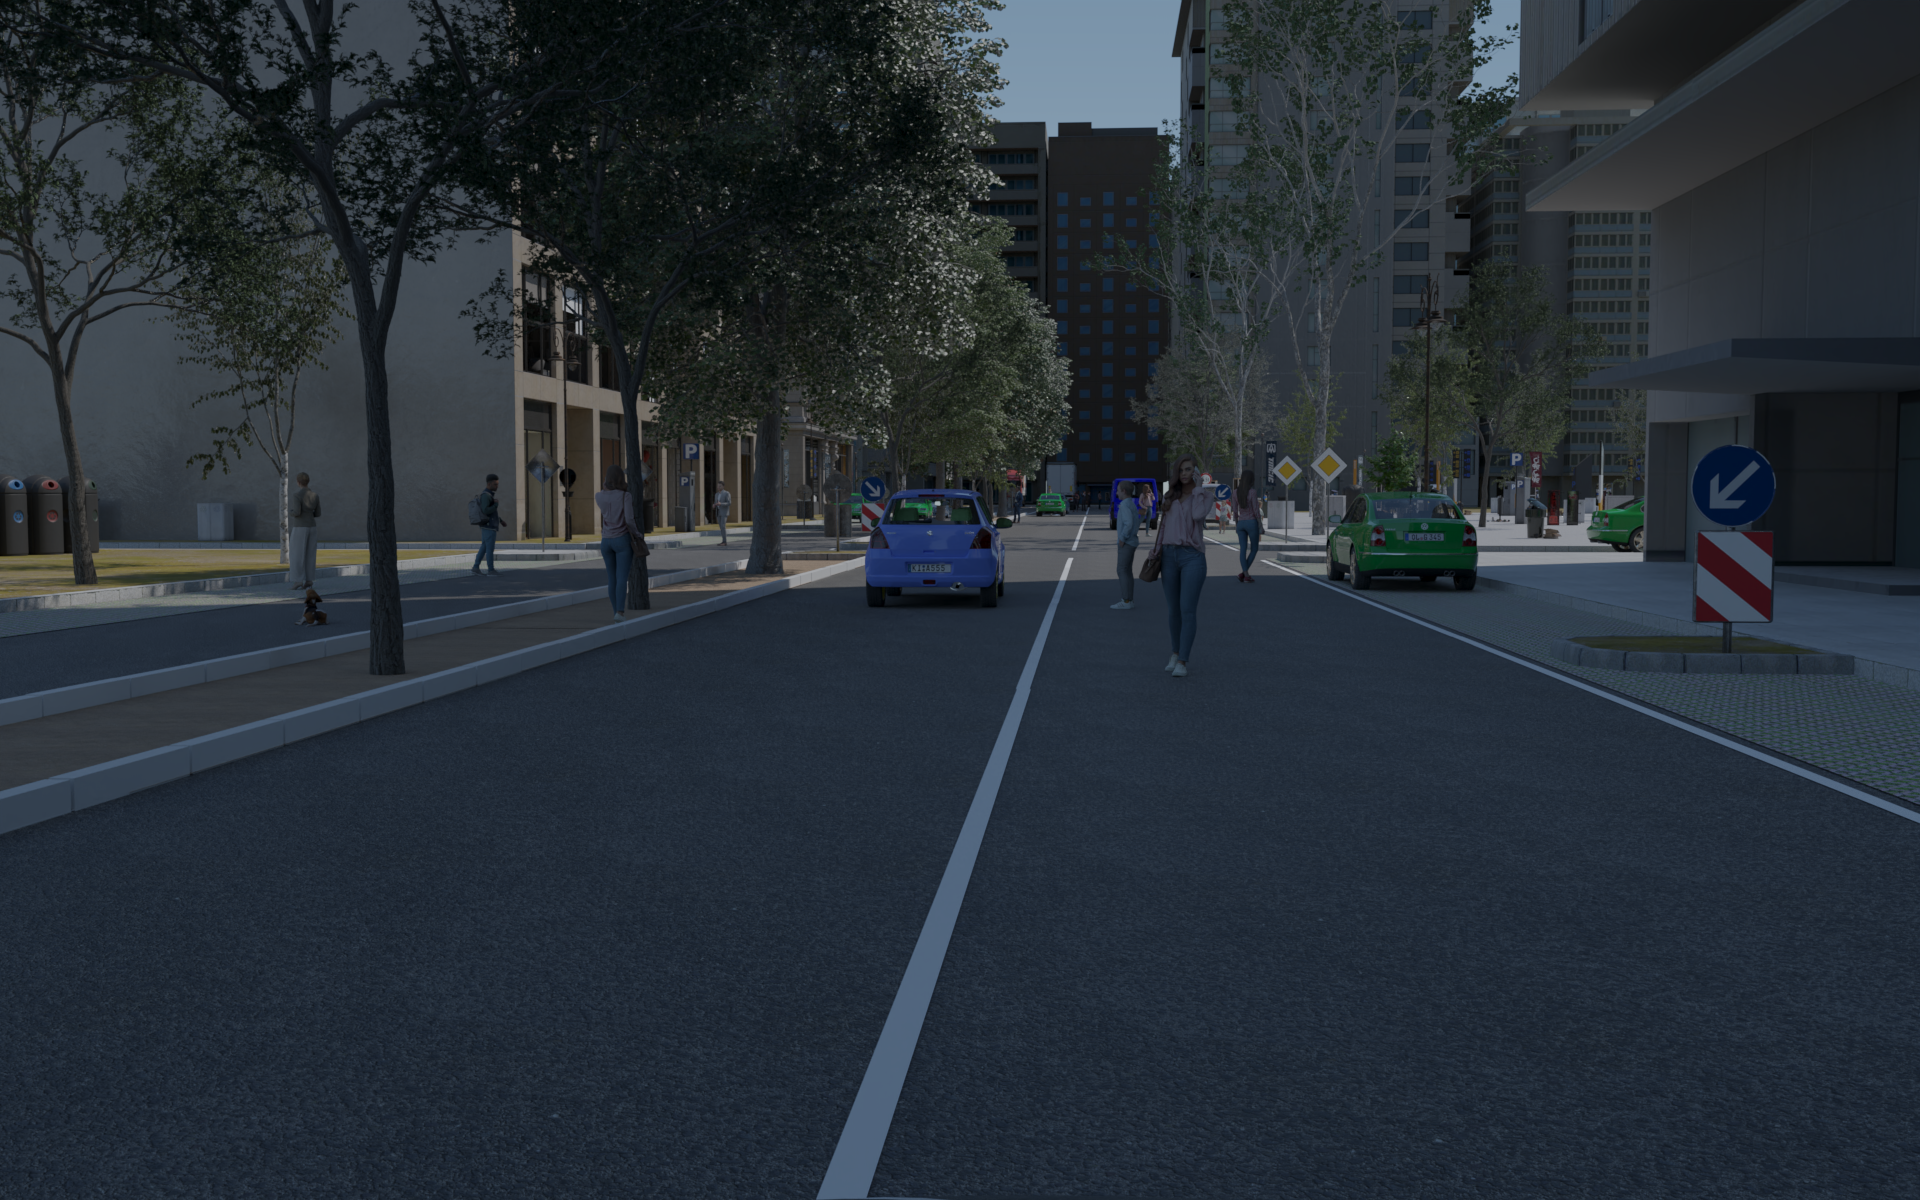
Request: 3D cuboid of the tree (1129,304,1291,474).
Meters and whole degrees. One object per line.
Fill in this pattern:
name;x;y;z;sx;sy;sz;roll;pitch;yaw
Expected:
tree;16.103;-12.366;112.558;12.009;13.543;11.850;0;3;0

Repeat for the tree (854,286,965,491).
tree;-1.827;-6.273;55.391;4.360;8.622;3.978;0;3;0

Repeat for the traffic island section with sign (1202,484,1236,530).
traffic island section with sign;10.383;-3.719;69.441;1.989;1.847;2.006;0;4;4

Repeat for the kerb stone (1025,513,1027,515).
kerb stone;4.238;-5.688;115.193;0.120;0.150;1.000;0;4;4

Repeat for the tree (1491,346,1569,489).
tree;28.059;-8.283;85.796;4.360;8.622;3.978;0;3;0

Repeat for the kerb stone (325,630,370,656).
kerb stone;-5.565;0.400;15.652;0.120;0.150;1.000;0;4;4

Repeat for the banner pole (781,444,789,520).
banner pole;-8.655;-5.841;85.521;0.401;3.779;0.863;-3;4;-37

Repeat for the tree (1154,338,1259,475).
tree;17.550;-12.610;124.297;7.486;12.596;7.792;0;3;0

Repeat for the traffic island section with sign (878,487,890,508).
traffic island section with sign;-4.291;-5.455;97.813;1.989;1.847;2.006;0;4;4

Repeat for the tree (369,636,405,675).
tree;-4.488;-4.702;13.753;8.767;10.594;7.601;0;4;4

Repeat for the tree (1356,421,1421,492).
tree;11.366;-3.143;45.988;1.663;3.219;1.824;0;3;0

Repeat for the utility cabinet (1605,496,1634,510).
utility cabinet;25.484;-3.413;66.963;1.020;1.237;0.306;0;4;1

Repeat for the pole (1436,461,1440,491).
pole;29.712;-6.960;107.635;0.158;3.312;0.155;0;3;0

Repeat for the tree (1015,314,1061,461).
tree;-1.709;-6.846;48.802;8.767;10.594;7.601;0;4;4

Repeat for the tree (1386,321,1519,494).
tree;20.248;-7.496;72.922;4.737;8.622;4.395;0;3;0

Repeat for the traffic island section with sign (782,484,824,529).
traffic island section with sign;-6.385;-3.799;70.741;1.989;1.847;2.006;0;4;4

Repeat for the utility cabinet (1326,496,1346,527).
utility cabinet;14.374;-3.412;66.947;1.020;1.237;0.306;3;4;36

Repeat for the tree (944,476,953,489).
tree;-1.322;-11.447;181.764;1.663;3.219;1.824;0;3;0

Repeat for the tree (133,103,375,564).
tree;-12.647;-4.984;31.853;4.360;8.622;3.978;0;3;0

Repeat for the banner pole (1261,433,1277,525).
banner pole;12.664;-4.976;71.371;0.863;3.779;0.401;-1;4;-10

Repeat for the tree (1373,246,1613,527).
tree;20.076;-8.054;66.093;8.767;10.594;7.601;0;4;4

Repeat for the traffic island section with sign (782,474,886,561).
traffic island section with sign;-2.775;-1.827;38.013;2.006;1.907;1.989;0;4;4

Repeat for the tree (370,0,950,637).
tree;-3.917;-5.171;21.419;8.767;10.594;7.601;0;4;4

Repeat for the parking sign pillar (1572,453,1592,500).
parking sign pillar;41.254;-7.734;114.925;1.447;3.967;1.447;-1;4;-20

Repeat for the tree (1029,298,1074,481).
tree;2.632;-12.168;108.053;9.857;13.997;8.962;0;3;0

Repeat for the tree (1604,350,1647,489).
tree;33.627;-8.208;84.569;4.360;8.622;3.978;0;3;0

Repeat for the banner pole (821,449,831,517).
banner pole;-7.440;-6.478;95.930;0.863;3.779;0.401;3;5;40

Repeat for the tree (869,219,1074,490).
tree;-0.094;-9.323;71.897;9.611;12.733;9.660;0;3;0

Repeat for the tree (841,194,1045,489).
tree;-0.796;-8.729;63.298;7.486;12.596;7.792;0;3;0

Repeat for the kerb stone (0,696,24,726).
kerb stone;-5.955;0.715;10.557;0.120;0.150;1.000;0;4;4

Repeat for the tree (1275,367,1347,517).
tree;19.701;-8.982;97.216;4.737;8.622;4.395;0;3;0

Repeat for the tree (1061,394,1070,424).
tree;1.368;-9.174;86.863;8.767;10.594;7.601;0;4;4

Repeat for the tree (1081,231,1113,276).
tree;12.947;-14.218;88.356;12.611;20.169;13.585;0;3;0

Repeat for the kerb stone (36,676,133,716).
kerb stone;-5.881;0.650;11.576;0.120;0.150;1.000;0;4;4

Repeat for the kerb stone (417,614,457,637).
kerb stone;-5.405;0.276;17.690;0.120;0.150;1.000;0;4;4

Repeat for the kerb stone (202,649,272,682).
kerb stone;-5.722;0.525;13.613;0.120;0.150;1.000;0;4;4

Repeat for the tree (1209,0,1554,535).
tree;12.012;-12.160;54.703;12.611;20.169;13.585;0;3;0

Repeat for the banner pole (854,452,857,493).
banner pole;-6.234;-6.969;103.953;0.401;3.779;0.863;-1;4;-12

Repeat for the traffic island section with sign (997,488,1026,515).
traffic island section with sign;3.585;-6.861;120.314;2.006;1.907;1.989;0;4;4

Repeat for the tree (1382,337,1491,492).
tree;21.110;-7.847;78.654;4.360;8.622;3.978;0;3;0

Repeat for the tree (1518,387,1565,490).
tree;36.286;-9.780;110.257;4.737;8.622;4.395;0;3;0

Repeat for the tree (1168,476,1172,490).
tree;19.637;-10.126;160.165;1.663;3.219;1.824;0;3;0

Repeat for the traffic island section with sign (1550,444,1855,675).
traffic island section with sign;6.144;-0.369;14.657;1.989;1.847;2.006;0;4;4

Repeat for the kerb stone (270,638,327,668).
kerb stone;-5.649;0.463;14.633;0.120;0.150;1.000;0;4;4

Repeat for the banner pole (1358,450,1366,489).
banner pole;22.716;-6.597;97.883;0.863;3.779;0.401;-3;5;-42

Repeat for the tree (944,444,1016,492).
tree;1.412;-8.586;93.195;4.737;8.622;4.395;0;3;0

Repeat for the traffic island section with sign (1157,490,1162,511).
traffic island section with sign;16.323;-8.425;146.369;1.989;1.847;2.006;0;4;4

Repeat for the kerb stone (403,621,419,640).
kerb stone;-5.486;0.342;16.671;0.120;0.150;1.000;0;4;4

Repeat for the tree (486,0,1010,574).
tree;-3.506;-7.442;30.788;9.857;13.997;8.962;0;3;0

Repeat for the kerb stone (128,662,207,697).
kerb stone;-5.807;0.590;12.595;0.120;0.150;1.000;0;4;4
